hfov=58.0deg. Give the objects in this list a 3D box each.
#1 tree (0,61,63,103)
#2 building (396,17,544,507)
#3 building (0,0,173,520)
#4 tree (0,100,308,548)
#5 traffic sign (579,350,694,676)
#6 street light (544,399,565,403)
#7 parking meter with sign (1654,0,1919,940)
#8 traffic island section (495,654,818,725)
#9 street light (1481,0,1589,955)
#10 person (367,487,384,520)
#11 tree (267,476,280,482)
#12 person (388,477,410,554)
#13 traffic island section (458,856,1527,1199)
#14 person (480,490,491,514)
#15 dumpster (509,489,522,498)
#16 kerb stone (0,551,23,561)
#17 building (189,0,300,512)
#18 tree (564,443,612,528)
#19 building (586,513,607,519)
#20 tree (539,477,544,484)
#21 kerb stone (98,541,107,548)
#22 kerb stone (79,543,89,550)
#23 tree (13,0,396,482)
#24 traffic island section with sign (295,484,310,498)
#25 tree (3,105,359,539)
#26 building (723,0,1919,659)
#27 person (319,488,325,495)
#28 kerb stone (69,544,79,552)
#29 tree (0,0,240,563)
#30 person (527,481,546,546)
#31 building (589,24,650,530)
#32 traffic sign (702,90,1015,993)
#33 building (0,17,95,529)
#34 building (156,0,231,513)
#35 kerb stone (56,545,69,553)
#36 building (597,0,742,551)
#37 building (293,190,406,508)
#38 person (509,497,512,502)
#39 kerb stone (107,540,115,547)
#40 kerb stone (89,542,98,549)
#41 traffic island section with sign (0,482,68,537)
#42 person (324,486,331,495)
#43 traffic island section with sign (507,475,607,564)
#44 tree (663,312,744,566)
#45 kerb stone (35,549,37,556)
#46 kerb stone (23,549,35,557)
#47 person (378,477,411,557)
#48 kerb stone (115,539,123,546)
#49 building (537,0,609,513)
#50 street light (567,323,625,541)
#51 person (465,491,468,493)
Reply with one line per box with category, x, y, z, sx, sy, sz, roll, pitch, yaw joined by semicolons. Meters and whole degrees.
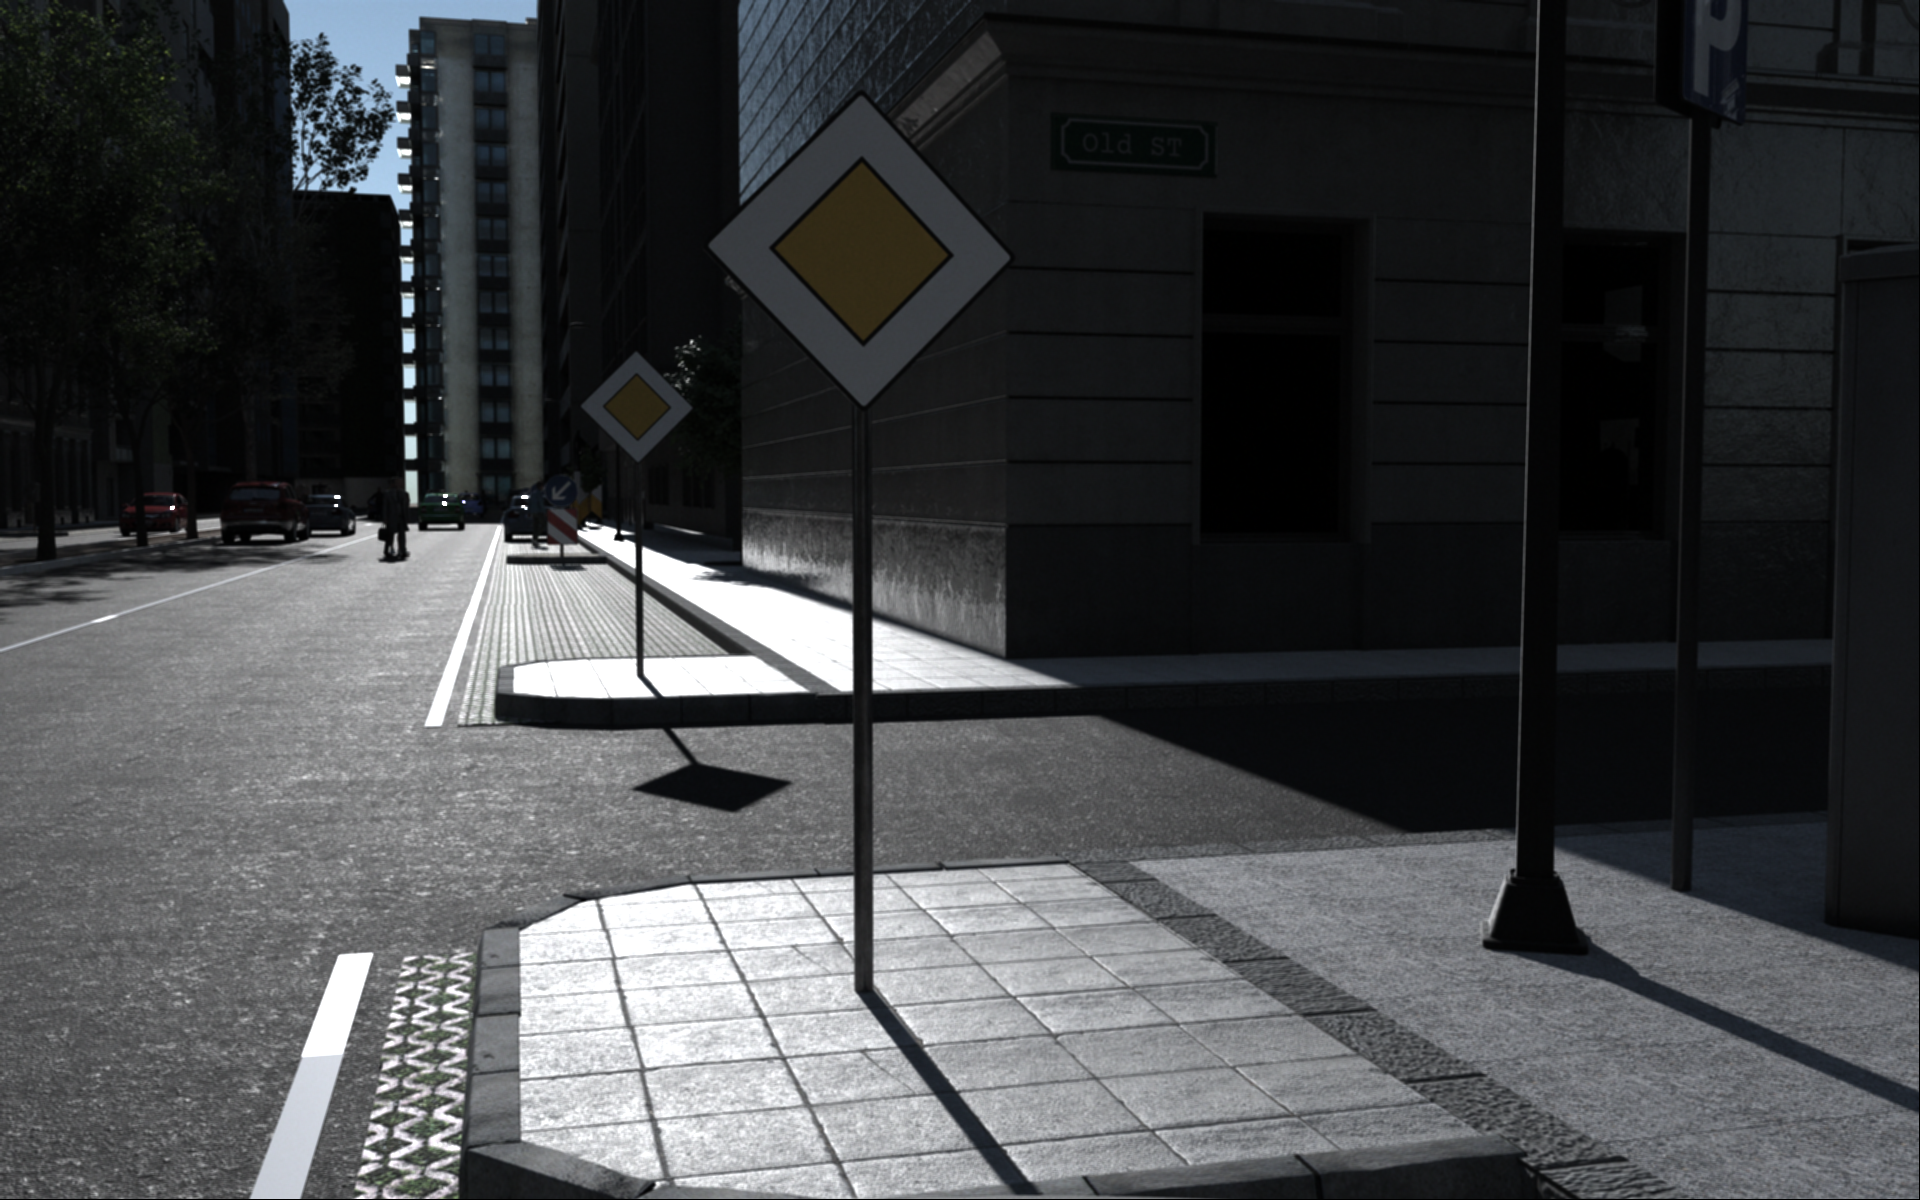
tree;-17.203;-5.542;27.489;8.767;10.594;7.601;-1;4;-14
building;-41.270;-34.138;177.764;30.456;49.044;23.786;-1;4;-14
building;-47.935;-24.537;84.779;14.154;41.232;14.086;-1;4;-14
tree;-21.342;-6.620;45.107;8.767;10.594;7.601;-1;4;-14
traffic sign;-2.257;-0.520;12.145;0.795;2.450;0.064;-1;4;-14
street light;-19.713;-6.892;85.224;1.470;5.913;1.316;-1;4;-14
parking meter with sign;2.942;-0.532;4.963;1.738;3.016;0.543;3;5;43
traffic island section;-2.236;0.615;12.228;2.009;0.180;2.903;-1;4;-14
street light;1.122;-1.965;4.671;1.470;5.913;1.316;-1;4;-14
person;-32.060;-5.328;95.640;1.348;1.821;0.705;-1;4;-23
tree;-55.149;-8.806;138.580;1.663;3.219;1.824;0;3;0
person;-13.486;-2.018;41.463;0.573;1.828;0.580;0;4;-1
traffic island section;-0.231;1.088;4.498;2.009;0.180;2.903;-1;4;-14
person;-34.390;-7.096;125.239;0.721;1.735;1.217;2;4;33
dumpster;-37.429;-8.506;147.281;1.865;1.857;1.264;-1;4;-15
kerb stone;-20.890;-0.972;38.138;0.120;0.150;1.000;-1;4;-14
building;-63.942;-30.244;144.596;14.200;45.320;14.600;-1;4;-14
tree;-14.251;-4.358;65.860;1.663;3.219;1.824;0;3;0
building;-12.648;-29.257;102.047;21.300;48.544;21.600;-1;4;-14
tree;-38.455;-10.151;160.571;1.663;3.219;1.824;0;3;0
kerb stone;-22.943;-1.453;46.073;0.120;0.150;1.000;-1;4;-14
kerb stone;-22.431;-1.339;44.085;0.120;0.150;1.000;-1;4;-14
tree;-28.383;-12.701;66.003;12.611;20.169;13.585;0;3;0
traffic island section with sign;-31.191;-4.518;82.012;2.006;1.907;1.989;-1;4;-14
tree;-24.314;-8.663;54.462;12.009;13.543;11.850;0;3;0
building;19.127;-15.235;25.503;44.131;29.872;17.030;-1;4;-14
person;-33.753;-5.054;91.795;0.551;1.740;0.621;-2;4;-23
kerb stone;-22.173;-1.276;43.095;0.120;0.150;1.000;-1;4;-14
tree;-19.131;-6.598;36.098;9.928;11.665;9.643;0;3;0
person;-11.542;-2.347;47.223;0.444;1.785;0.601;-3;5;-40
building;-8.974;-16.963;74.616;12.463;27.353;25.104;-1;4;-14
traffic sign;-0.252;-0.047;4.415;0.795;2.450;0.064;-1;4;-14
building;-40.528;-13.268;66.089;9.793;20.994;18.267;-1;4;-14
building;-60.275;-31.403;102.673;28.713;52.752;27.495;-1;4;-14
kerb stone;-21.915;-1.217;42.098;0.120;0.150;1.000;-1;4;-14
building;-2.906;-15.730;50.691;14.314;27.812;24.014;-1;4;-14
building;-61.522;-24.219;167.676;14.107;30.474;14.160;-1;4;-14
person;-19.368;-3.814;75.145;0.394;1.301;0.425;-1;4;-17
kerb stone;-23.201;-1.521;47.062;0.120;0.150;1.000;-1;4;-14
kerb stone;-22.688;-1.391;45.075;0.120;0.150;1.000;-1;4;-14
traffic island section with sign;-31.288;-3.044;58.393;1.989;1.847;2.006;-1;4;-14
person;-28.383;-4.219;77.662;0.709;1.800;0.728;3;4;37
traffic island section with sign;-8.419;-1.677;36.042;1.989;1.847;2.006;-1;4;-14
tree;-4.004;-2.931;31.635;4.285;4.588;4.351;0;3;0
kerb stone;-21.397;-1.096;40.120;0.120;0.150;1.000;-1;4;-14
kerb stone;-21.147;-1.036;39.128;0.120;0.150;1.000;-1;4;-14
person;-12.759;-1.870;39.178;0.694;1.812;0.767;-3;5;-44
kerb stone;-23.456;-1.581;48.052;0.120;0.150;1.000;-1;4;-14
building;-25.263;-32.202;150.201;21.300;48.544;21.600;-1;4;-14
street light;-9.900;-4.571;47.279;1.470;5.913;1.316;-1;4;-14
person;-44.435;-8.947;155.576;0.721;1.735;1.217;1;4;12
